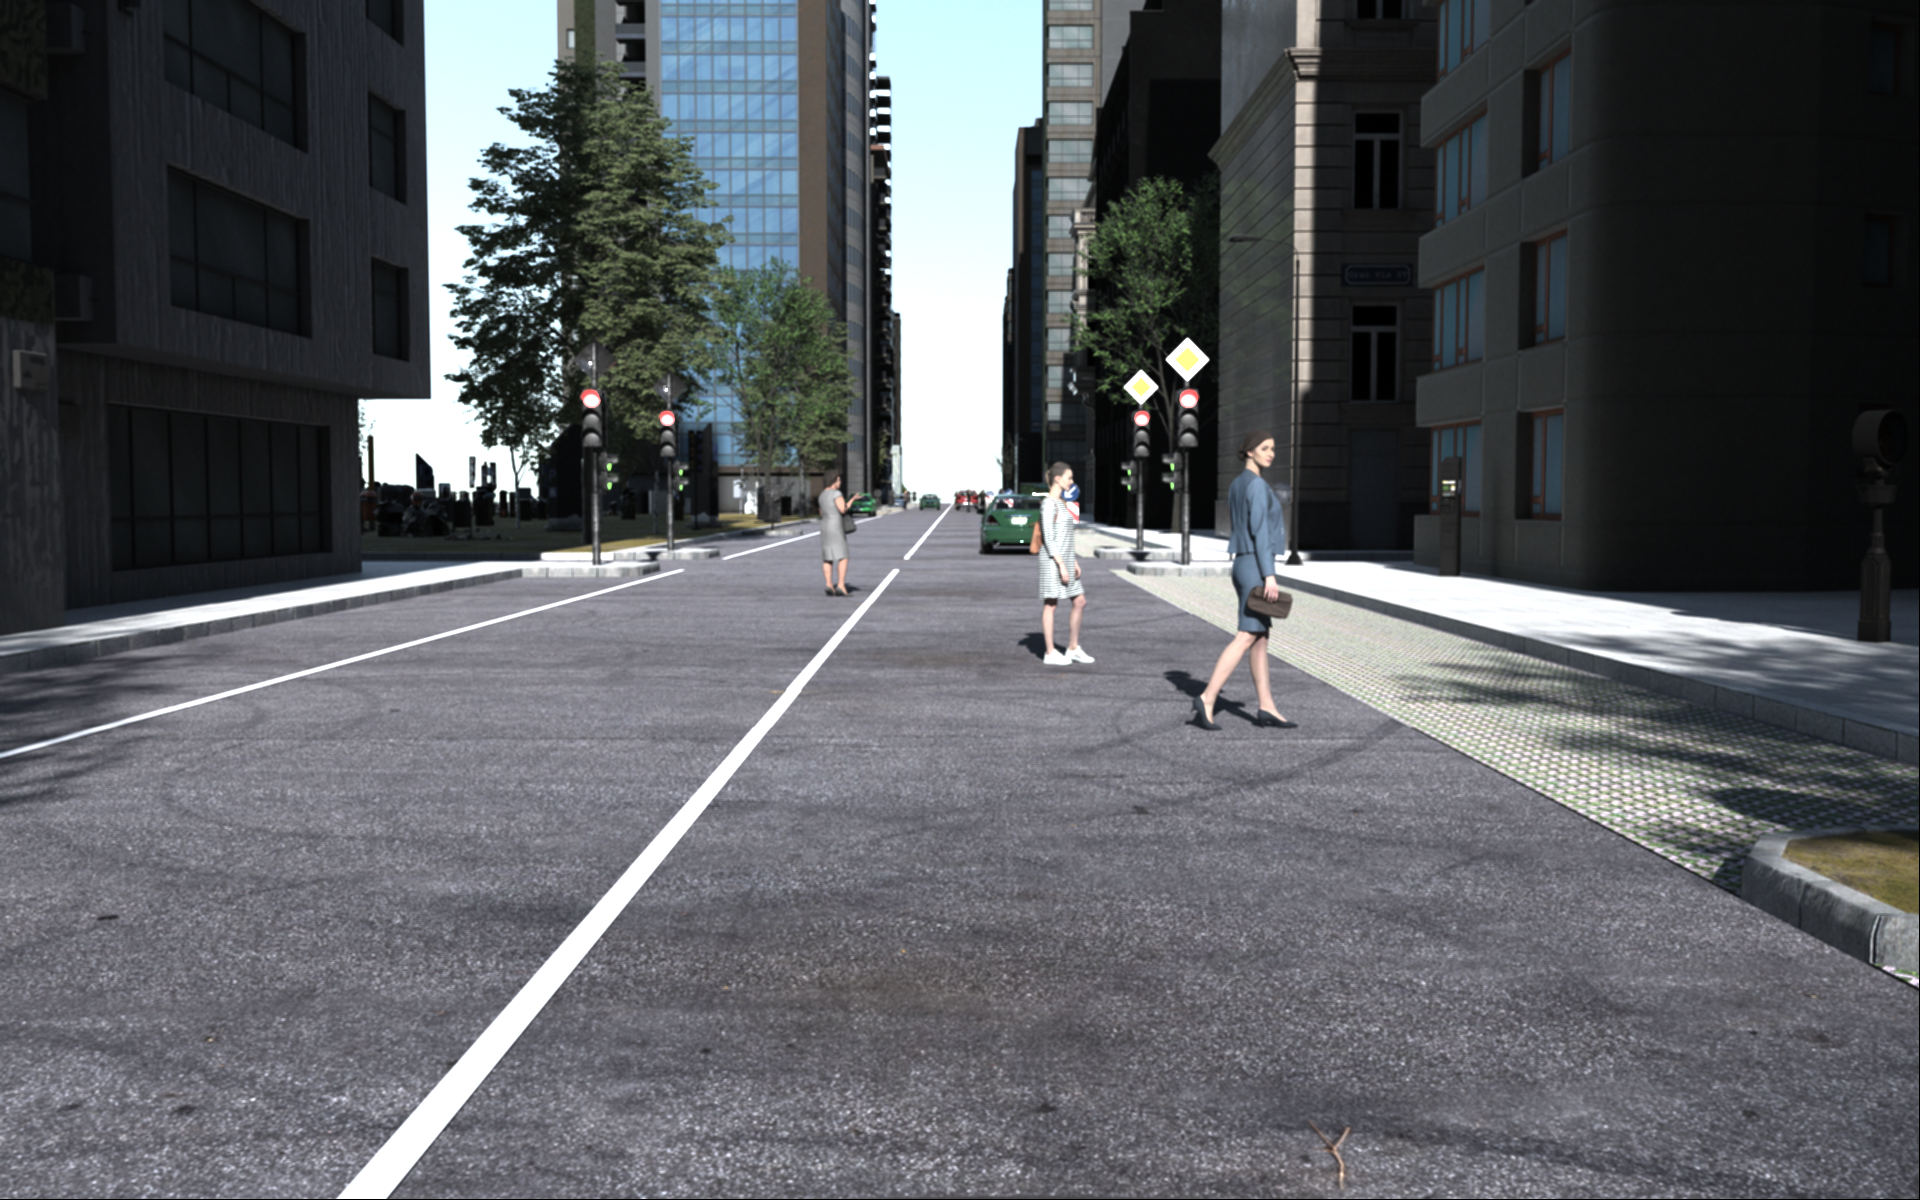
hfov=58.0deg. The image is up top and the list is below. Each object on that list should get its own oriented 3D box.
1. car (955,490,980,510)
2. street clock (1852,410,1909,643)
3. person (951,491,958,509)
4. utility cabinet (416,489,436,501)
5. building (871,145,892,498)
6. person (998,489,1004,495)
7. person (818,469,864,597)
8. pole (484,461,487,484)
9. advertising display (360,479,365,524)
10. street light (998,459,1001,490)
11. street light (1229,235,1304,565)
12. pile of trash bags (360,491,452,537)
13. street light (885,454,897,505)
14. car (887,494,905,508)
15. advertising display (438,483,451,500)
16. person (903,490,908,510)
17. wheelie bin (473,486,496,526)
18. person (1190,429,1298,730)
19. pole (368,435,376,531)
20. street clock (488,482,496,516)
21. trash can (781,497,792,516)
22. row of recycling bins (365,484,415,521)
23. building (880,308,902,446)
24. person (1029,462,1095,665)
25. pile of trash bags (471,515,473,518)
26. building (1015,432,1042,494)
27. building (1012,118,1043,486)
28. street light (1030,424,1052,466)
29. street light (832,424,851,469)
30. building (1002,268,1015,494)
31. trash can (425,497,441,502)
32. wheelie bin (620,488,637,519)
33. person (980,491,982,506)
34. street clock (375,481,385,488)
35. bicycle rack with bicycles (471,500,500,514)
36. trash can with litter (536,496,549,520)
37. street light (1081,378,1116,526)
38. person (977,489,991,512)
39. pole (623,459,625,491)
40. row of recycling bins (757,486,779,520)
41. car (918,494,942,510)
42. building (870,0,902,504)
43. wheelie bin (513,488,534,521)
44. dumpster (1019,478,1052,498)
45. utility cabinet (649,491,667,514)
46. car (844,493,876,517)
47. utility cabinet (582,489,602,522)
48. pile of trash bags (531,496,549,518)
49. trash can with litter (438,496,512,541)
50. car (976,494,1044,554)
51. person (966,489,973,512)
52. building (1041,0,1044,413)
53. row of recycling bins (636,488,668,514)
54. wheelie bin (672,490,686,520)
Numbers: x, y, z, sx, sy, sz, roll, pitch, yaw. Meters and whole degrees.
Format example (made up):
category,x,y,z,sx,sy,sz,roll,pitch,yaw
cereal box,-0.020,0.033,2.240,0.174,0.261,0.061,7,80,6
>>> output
category,x,y,z,sx,sy,sz,roll,pitch,yaw
car,0.654,-8.811,152.725,2.281,1.827,5.304,0,4,0
street clock,7.944,-0.638,14.994,0.471,2.002,0.358,-2,4,-30
person,-0.302,-9.709,168.026,1.217,1.735,0.721,2,4,25
utility cabinet,-25.563,-4.544,82.970,0.318,1.500,1.173,1,4,20
building,-19.807,-34.112,212.355,22.147,44.769,28.867,0,3,0
person,2.863,-6.854,120.699,1.348,1.807,0.705,-2,4,-25
person,-1.644,-0.941,24.241,0.532,1.782,0.716,-3,4,-39
pole,-29.468,-6.958,107.611,0.158,3.312,0.155,0,3,0
advertising display,-25.464,-4.190,73.723,0.123,1.923,0.974,-1,4,-9
street light,5.657,-15.746,229.987,1.470,5.913,1.316,0,3,0
street light,5.513,-3.588,31.198,1.470,5.913,1.316,0,3,0
pile of trash bags,-17.252,-2.659,53.223,3.447,1.369,1.912,2,4,32
street light,-7.954,-13.837,198.780,1.470,5.913,1.316,0,3,0
car,-6.301,-9.880,173.542,2.014,1.417,4.499,0,3,0
advertising display,-29.800,-5.808,100.175,0.123,1.923,0.974,1,4,21
person,-4.785,-8.959,155.508,0.750,1.759,0.617,3,5,44
wheelie bin,-19.227,-3.799,70.028,0.980,1.594,0.693,0,4,7
person,1.740,-0.124,10.546,0.654,1.822,0.581,1,4,9
pole,-20.484,-4.064,60.288,0.158,3.312,0.155,0,3,0
street clock,-27.397,-5.934,101.594,0.471,2.002,0.358,-1,4,-11
trash can,-10.103,-5.444,100.654,0.748,1.137,0.748,0,3,0
row of recycling bins,-28.232,-4.725,84.364,1.069,1.692,3.534,2,4,34
building,-16.219,-30.182,265.179,14.160,30.474,14.107,0,3,0
person,0.830,-0.312,14.598,0.522,1.701,0.512,1,4,20
pile of trash bags,-27.373,-5.015,91.749,3.447,1.369,1.912,3,5,42
building,17.220,-52.632,173.206,22.319,86.520,31.000,0,3,0
building,13.613,-34.052,206.868,14.600,45.320,14.200,0,3,0
street light,5.503,-8.673,114.342,1.470,5.913,1.316,0,3,0
street light,-7.939,-8.752,115.636,1.470,5.913,1.316,0,3,0
building,12.917,-27.525,221.736,14.160,30.474,14.107,0,3,0
trash can,-23.845,-4.080,78.369,0.748,1.137,0.748,0,3,0
wheelie bin,-16.770,-4.887,87.804,0.693,1.594,0.980,2,4,25
person,2.618,-12.518,213.188,0.705,1.822,1.348,-2,4,-32
street clock,-32.794,-5.680,97.434,0.471,2.002,0.358,-1,4,-12
bicycle rack with bicycles,-29.870,-5.860,109.190,2.925,0.926,2.852,-2,4,-31
trash can with litter,-20.677,-4.600,86.593,1.055,1.170,0.624,1,4,21
street light,5.540,-5.916,69.270,1.470,5.913,1.316,0,3,0
person,1.906,-8.068,140.544,1.348,1.807,0.705,2,4,28
pole,-19.631,-6.568,101.234,0.158,3.312,0.155,0,3,0
row of recycling bins,-9.553,-4.809,85.736,1.069,1.692,3.534,-1,4,-11
car,-2.711,-8.837,156.280,2.131,1.459,4.920,0,4,-1
building,-19.087,-56.776,240.958,22.319,86.520,31.000,0,3,0
wheelie bin,-21.140,-4.651,83.956,0.980,1.594,0.693,-1,4,-13
dumpster,3.962,-4.999,86.680,1.985,2.255,1.502,0,4,0
utility cabinet,-19.092,-6.165,109.477,1.173,1.500,0.318,-3,5,-43
car,-6.244,-6.104,108.599,1.959,1.807,4.718,0,4,1
utility cabinet,-16.556,-4.190,77.188,1.173,1.500,0.318,0,4,-7
pile of trash bags,-23.385,-5.559,100.638,1.912,1.369,3.447,-3,4,-38
trash can with litter,-13.650,-2.316,48.924,2.233,1.210,1.678,-3,4,-36
car,1.447,-1.881,42.558,2.131,1.459,4.920,0,4,2
person,0.706,-7.776,135.644,0.705,1.822,1.348,1,4,16
building,20.823,-33.953,144.370,28.713,52.752,27.495,0,3,0
row of recycling bins,-20.291,-6.466,112.830,3.534,1.692,1.069,1,4,12
wheelie bin,-13.967,-4.746,85.497,0.693,1.594,0.980,-3,4,-37
